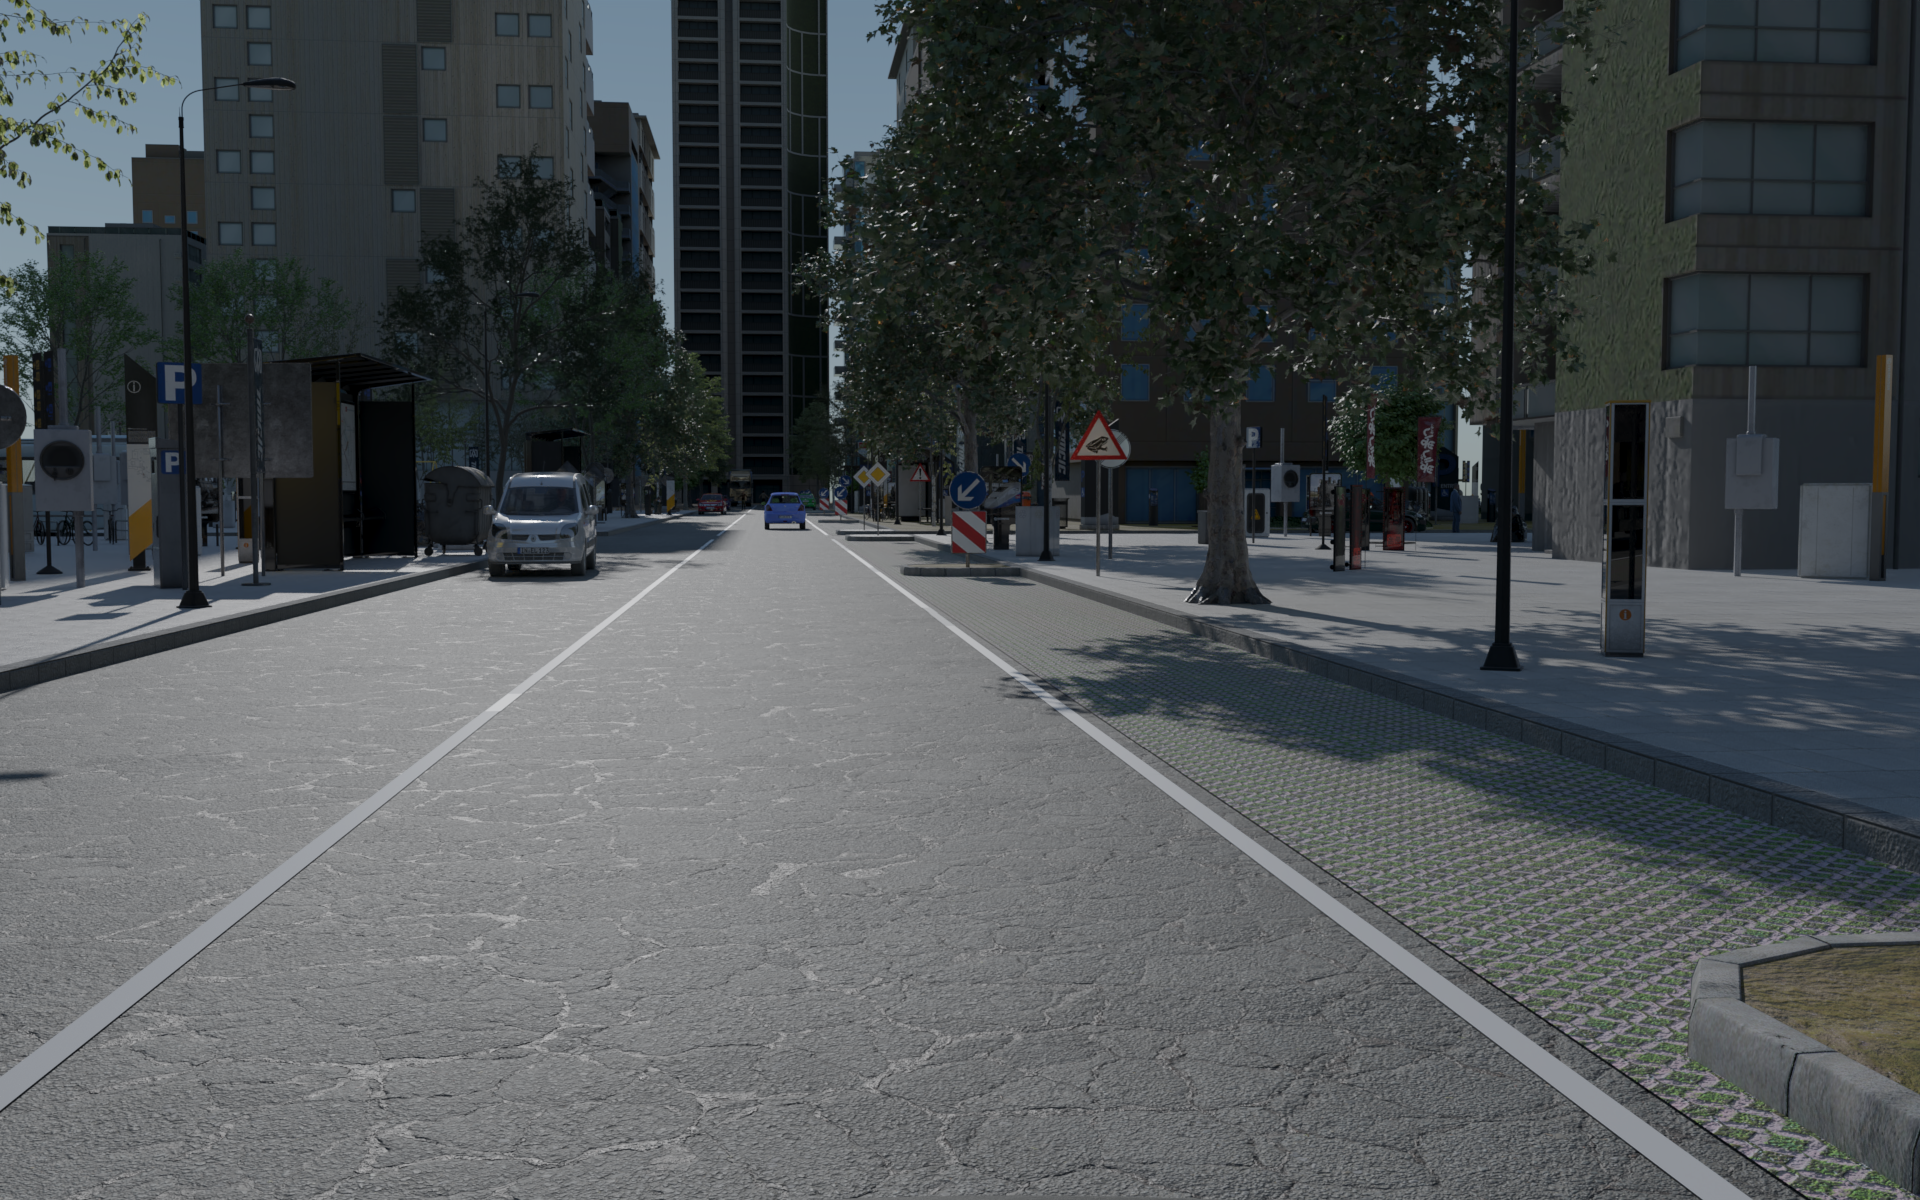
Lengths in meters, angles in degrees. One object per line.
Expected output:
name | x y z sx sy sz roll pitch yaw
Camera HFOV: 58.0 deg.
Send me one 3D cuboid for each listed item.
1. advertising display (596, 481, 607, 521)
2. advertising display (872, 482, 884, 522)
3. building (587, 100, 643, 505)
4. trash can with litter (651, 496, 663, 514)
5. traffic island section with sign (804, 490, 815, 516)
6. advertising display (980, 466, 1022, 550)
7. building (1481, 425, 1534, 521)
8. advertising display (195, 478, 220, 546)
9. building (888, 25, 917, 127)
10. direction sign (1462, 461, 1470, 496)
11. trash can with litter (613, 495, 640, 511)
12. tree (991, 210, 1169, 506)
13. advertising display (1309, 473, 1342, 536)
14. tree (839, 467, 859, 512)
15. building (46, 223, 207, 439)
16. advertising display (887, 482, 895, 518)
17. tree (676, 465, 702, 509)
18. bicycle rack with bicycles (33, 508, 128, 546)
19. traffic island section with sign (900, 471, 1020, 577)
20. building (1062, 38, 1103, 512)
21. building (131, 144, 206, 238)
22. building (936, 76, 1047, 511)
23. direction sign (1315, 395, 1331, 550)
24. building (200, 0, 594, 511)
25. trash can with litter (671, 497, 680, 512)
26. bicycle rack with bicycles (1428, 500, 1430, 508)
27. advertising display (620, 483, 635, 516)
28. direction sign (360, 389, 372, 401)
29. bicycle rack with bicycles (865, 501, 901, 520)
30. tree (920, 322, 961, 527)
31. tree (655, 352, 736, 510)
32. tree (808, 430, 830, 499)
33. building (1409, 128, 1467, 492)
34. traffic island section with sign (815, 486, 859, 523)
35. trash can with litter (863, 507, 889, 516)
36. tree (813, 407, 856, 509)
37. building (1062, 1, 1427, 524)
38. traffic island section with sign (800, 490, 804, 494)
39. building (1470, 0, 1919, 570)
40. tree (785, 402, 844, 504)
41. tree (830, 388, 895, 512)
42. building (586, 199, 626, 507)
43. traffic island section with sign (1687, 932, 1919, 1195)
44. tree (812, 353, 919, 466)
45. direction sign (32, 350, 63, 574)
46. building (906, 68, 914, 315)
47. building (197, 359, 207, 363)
advertising display | -17.168 -4.739 82.696 0.123 1.923 0.974 -3 5 -43
advertising display | -3.829 -4.617 80.704 0.123 1.923 0.974 2 4 26
building | -43.444 -33.252 193.786 14.200 45.320 14.600 0 4 -6
trash can with litter | -19.242 -5.964 108.904 1.055 1.170 0.624 1 4 9
traffic island section with sign | -8.987 -6.379 112.920 1.989 1.847 2.006 0 4 -6
advertising display | 0.947 -2.119 39.863 0.974 1.923 0.123 -1 4 -9
building | 37.475 -28.132 83.661 21.600 48.544 21.300 0 4 -6
advertising display | -18.618 -2.270 42.331 0.974 1.923 0.123 -3 4 -39
building | 7.308 -36.841 191.587 28.713 52.752 27.495 0 4 -6
direction sign | 34.193 -7.650 117.072 0.876 3.537 0.379 -3 5 -41
trash can with litter | -25.717 -7.477 133.306 2.233 1.210 1.678 0 4 6
tree | 2.090 -5.282 36.730 4.737 8.622 4.395 0 3 0
advertising display | 11.058 -2.889 52.451 0.974 1.923 0.123 0 4 7
tree | -7.675 -7.858 123.076 1.663 3.219 1.824 0 3 0
building | -89.118 -25.508 188.757 14.107 30.474 14.160 0 4 -6
advertising display | -3.611 -5.357 92.796 0.123 1.923 0.974 2 4 35
tree | -24.217 -10.245 151.225 4.285 4.588 4.351 0 3 0
bicycle rack with bicycles | -22.216 -1.866 43.889 2.852 0.926 2.925 -3 4 -39
traffic island section with sign | -0.043 -1.357 30.816 1.989 1.847 2.006 0 4 -6
building | 3.996 -30.933 155.862 14.600 45.320 14.200 0 4 -6
building | -97.197 -35.173 225.187 14.200 45.320 14.600 0 4 -6
building | 10.975 -49.110 115.619 22.319 86.520 31.000 0 4 -6
direction sign | 8.387 -2.930 39.899 0.379 3.537 0.876 1 4 17
building | -45.314 -34.014 145.367 28.713 52.752 27.495 0 4 -6
trash can with litter | -20.719 -7.020 126.170 0.624 1.170 1.055 -3 5 -40
bicycle rack with bicycles | 31.122 -6.275 115.971 2.925 0.926 2.852 -1 4 -19
advertising display | -19.176 -5.790 99.876 0.123 1.923 0.974 3 5 45
direction sign | -12.318 -2.678 35.777 0.379 3.537 0.876 -3 5 -43
bicycle rack with bicycles | -3.245 -4.382 85.033 2.852 0.926 2.925 -1 4 -19
tree | -0.802 -7.205 68.168 4.360 8.622 3.978 0 3 0
tree | -21.855 -13.449 138.014 7.486 12.596 7.792 0 3 0
tree | -13.617 -14.226 182.952 4.737 8.622 4.395 0 3 0
building | 43.123 -33.271 198.604 28.867 44.769 22.147 0 4 -6
traffic island section with sign | -6.043 -4.725 85.876 1.989 1.847 2.006 0 4 -6
trash can with litter | -4.542 -5.511 101.162 2.233 1.210 1.678 0 4 -3
tree | -10.573 -11.985 146.317 4.360 8.622 3.978 0 3 0
building | 11.937 -26.234 79.032 14.200 45.320 14.600 0 4 -6
traffic island section with sign | -14.416 -9.425 162.729 1.989 1.847 2.006 0 4 -6
building | 18.540 -21.527 35.558 14.154 41.232 14.086 0 4 -6
tree | -17.905 -18.031 212.936 7.486 12.596 7.792 0 3 0
tree | -4.791 -9.049 98.313 4.737 8.622 4.395 0 3 0
building | -40.247 -24.221 167.722 14.160 30.474 14.107 0 4 -6
traffic island section with sign | 2.877 0.282 4.019 1.989 1.847 2.006 0 4 -6
tree | -5.460 -10.497 106.038 7.601 10.594 8.767 1 4 8
direction sign | -14.614 -2.183 27.693 0.876 3.537 0.379 3 5 44
building | 2.202 -31.807 170.150 14.600 45.320 14.200 0 4 -6
building | -65.460 -53.411 185.939 31.000 86.520 22.319 0 4 -6
